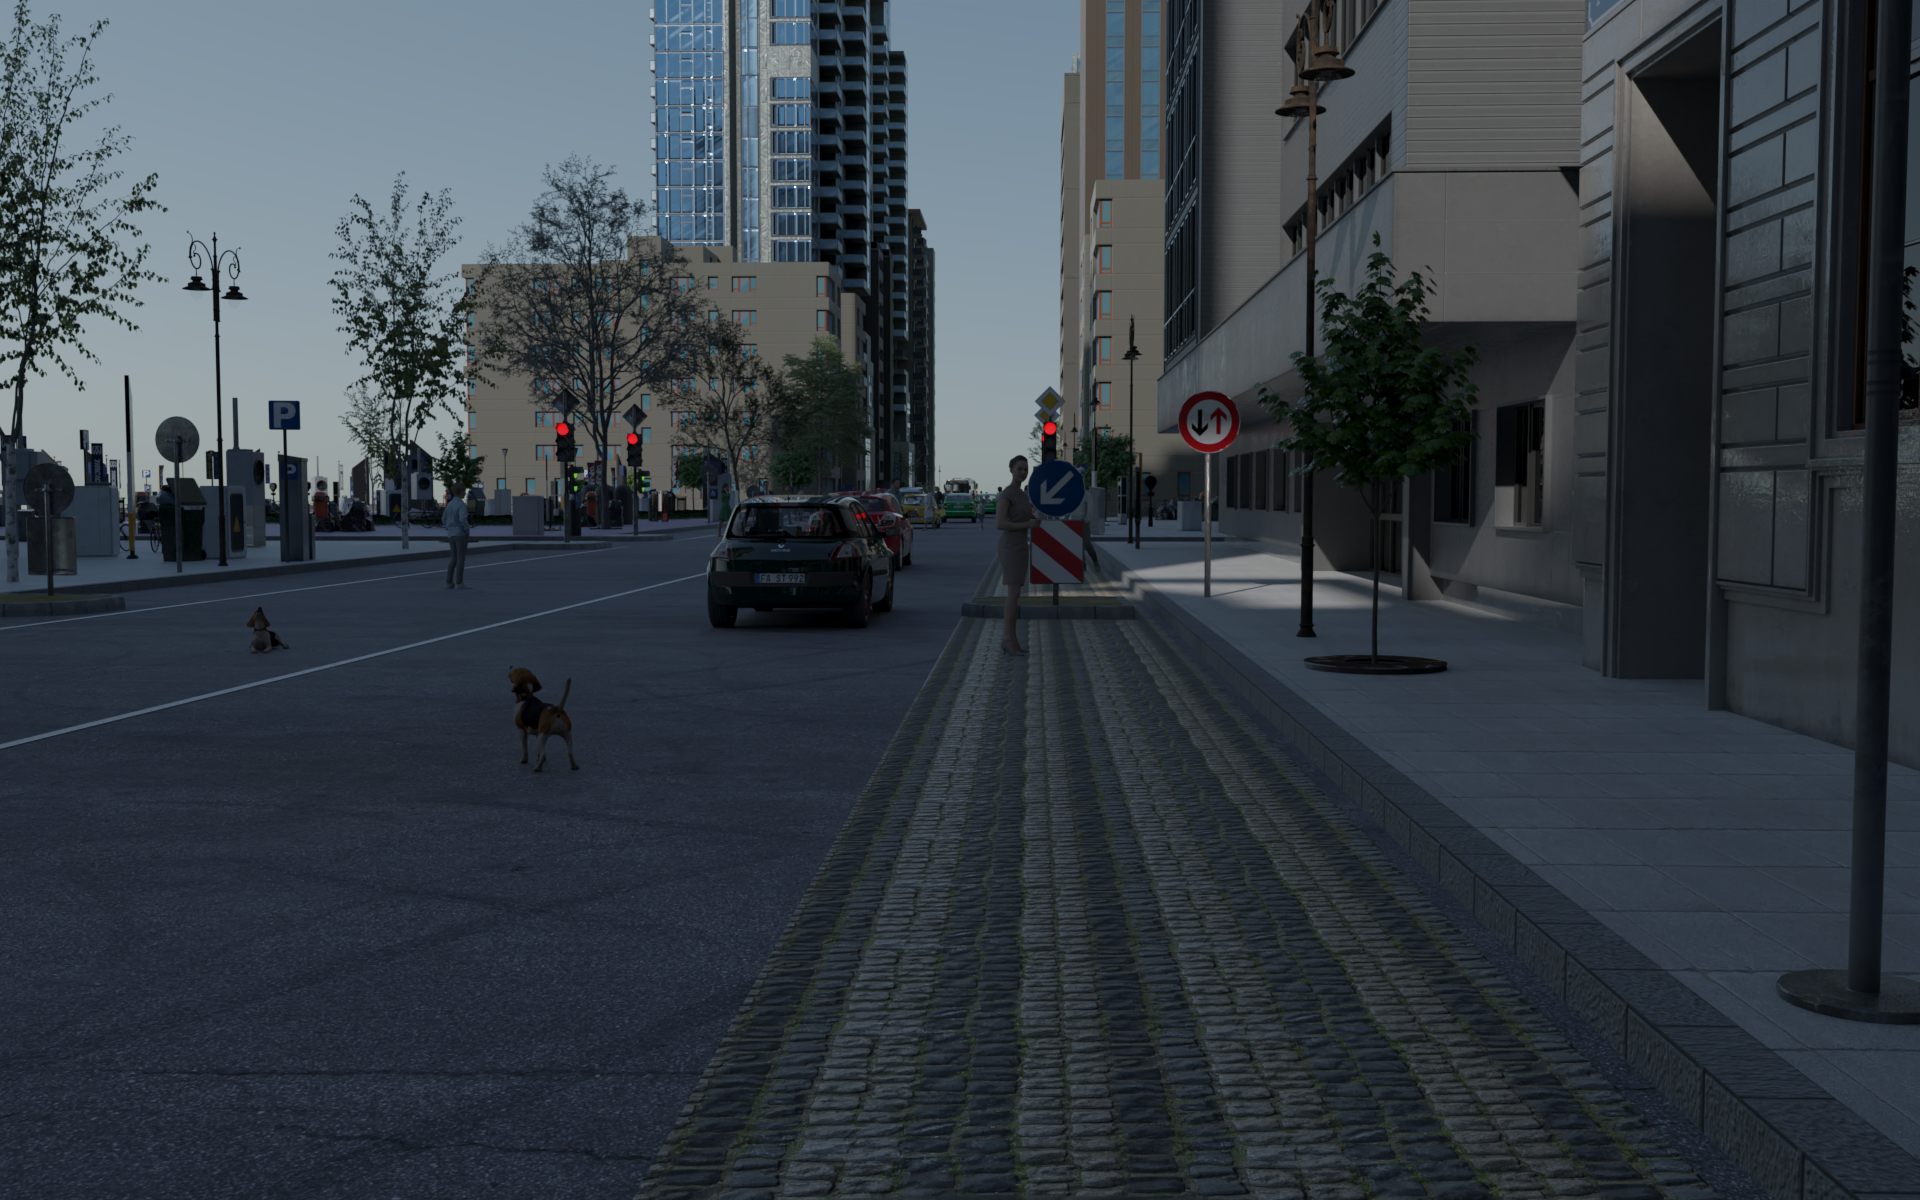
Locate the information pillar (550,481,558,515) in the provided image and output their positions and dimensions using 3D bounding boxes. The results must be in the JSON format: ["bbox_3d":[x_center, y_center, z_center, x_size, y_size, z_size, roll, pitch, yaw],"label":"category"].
[{"bbox_3d":[-22.265,-5.541,95.082,0.304,2.012,0.304,1,4,23],"label":"information pillar"}]

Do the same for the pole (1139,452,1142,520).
[{"bbox_3d":[8.856,-5.574,84.970,0.158,3.312,0.155,0,3,0],"label":"pole"}]

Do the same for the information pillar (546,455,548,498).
[{"bbox_3d":[-24.648,-6.851,103.375,0.183,3.616,0.504,-1,4,-10],"label":"information pillar"}]

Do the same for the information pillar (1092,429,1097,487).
[{"bbox_3d":[4.849,-4.352,62.506,0.183,3.616,0.504,0,4,-8],"label":"information pillar"}]

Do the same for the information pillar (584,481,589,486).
[{"bbox_3d":[-20.764,-5.631,96.562,0.304,2.012,0.304,1,4,15],"label":"information pillar"}]

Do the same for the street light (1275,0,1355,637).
[{"bbox_3d":[3.116,-2.606,15.396,0.468,5.910,1.993,0,4,2],"label":"street light"}]

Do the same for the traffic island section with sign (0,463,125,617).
[{"bbox_3d":[-11.426,-0.765,21.142,1.989,1.847,2.006,0,4,2],"label":"traffic island section with sign"}]

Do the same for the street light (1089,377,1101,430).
[{"bbox_3d":[5.300,-5.837,68.223,0.468,5.910,1.993,0,4,2],"label":"street light"}]

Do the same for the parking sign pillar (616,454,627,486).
[{"bbox_3d":[-22.786,-7.843,116.711,1.447,3.967,1.447,0,4,2],"label":"parking sign pillar"}]

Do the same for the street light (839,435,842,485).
[{"bbox_3d":[-9.027,-9.686,131.156,0.468,5.910,1.993,0,4,2],"label":"street light"}]

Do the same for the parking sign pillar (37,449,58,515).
[{"bbox_3d":[-54.660,-7.056,103.837,1.447,3.967,1.447,2,4,26],"label":"parking sign pillar"}]

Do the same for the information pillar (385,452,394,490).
[{"bbox_3d":[-29.992,-6.102,91.116,0.504,3.616,0.183,1,4,8],"label":"information pillar"}]

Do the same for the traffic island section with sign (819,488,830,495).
[{"bbox_3d":[-8.071,-5.810,103.619,1.989,1.847,2.006,0,4,2],"label":"traffic island section with sign"}]

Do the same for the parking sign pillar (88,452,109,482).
[{"bbox_3d":[-52.897,-7.200,106.184,1.447,3.967,1.447,2,4,31],"label":"parking sign pillar"}]

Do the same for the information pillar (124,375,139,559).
[{"bbox_3d":[-16.453,-2.630,34.351,0.183,3.616,0.504,-1,4,-19],"label":"information pillar"}]

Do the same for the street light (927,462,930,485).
[{"bbox_3d":[-4.434,-16.521,242.903,0.468,5.910,1.993,0,4,2],"label":"street light"}]

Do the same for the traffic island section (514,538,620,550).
[{"bbox_3d":[-10.414,-1.440,45.821,2.009,0.180,2.903,0,4,2],"label":"traffic island section"}]

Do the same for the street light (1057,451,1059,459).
[{"bbox_3d":[8.429,-10.506,144.563,0.468,5.910,1.993,0,4,2],"label":"street light"}]

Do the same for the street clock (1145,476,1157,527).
[{"bbox_3d":[7.462,-3.865,67.765,0.471,2.002,0.358,0,4,7],"label":"street clock"}]

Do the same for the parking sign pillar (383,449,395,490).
[{"bbox_3d":[-33.853,-7.049,103.718,1.447,3.967,1.447,2,4,33],"label":"parking sign pillar"}]

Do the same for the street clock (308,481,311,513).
[{"bbox_3d":[-37.447,-5.799,99.381,0.358,2.002,0.471,3,4,38],"label":"street clock"}]

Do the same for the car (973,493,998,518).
[{"bbox_3d":[1.702,-5.864,104.673,1.959,1.807,4.718,0,4,1],"label":"car"}]

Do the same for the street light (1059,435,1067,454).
[{"bbox_3d":[7.730,-9.465,127.543,0.468,5.910,1.993,0,4,2],"label":"street light"}]

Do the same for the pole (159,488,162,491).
[{"bbox_3d":[-60.237,-8.359,130.509,0.158,3.312,0.155,0,3,0],"label":"pole"}]

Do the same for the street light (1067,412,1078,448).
[{"bbox_3d":[6.479,-7.668,98.165,0.468,5.910,1.993,0,4,2],"label":"street light"}]

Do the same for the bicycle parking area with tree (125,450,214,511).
[{"bbox_3d":[-50.605,-7.847,115.304,9.016,4.147,8.231,-2,4,-30],"label":"bicycle parking area with tree"}]

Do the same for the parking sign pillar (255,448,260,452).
[{"bbox_3d":[-41.602,-6.906,101.377,1.447,3.967,1.447,-1,4,-20],"label":"parking sign pillar"}]

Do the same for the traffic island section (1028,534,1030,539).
[{"bbox_3d":[2.690,-1.896,53.279,2.009,0.180,2.903,0,4,2],"label":"traffic island section"}]

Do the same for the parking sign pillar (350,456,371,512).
[{"bbox_3d":[-42.444,-8.195,122.457,1.447,3.967,1.447,3,4,38],"label":"parking sign pillar"}]

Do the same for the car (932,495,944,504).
[{"bbox_3d":[-2.437,-9.542,168.586,1.945,1.354,3.894,0,4,3],"label":"car"}]

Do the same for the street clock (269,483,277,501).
[{"bbox_3d":[-43.629,-6.452,110.068,0.471,2.002,0.358,2,4,25],"label":"street clock"}]

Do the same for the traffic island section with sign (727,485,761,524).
[{"bbox_3d":[-9.160,-4.163,76.686,1.989,1.847,2.006,0,4,2],"label":"traffic island section with sign"}]

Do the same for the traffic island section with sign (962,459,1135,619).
[{"bbox_3d":[1.031,-0.734,20.629,1.989,1.847,2.006,0,4,2],"label":"traffic island section with sign"}]

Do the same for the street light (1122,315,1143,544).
[{"bbox_3d":[4.423,-4.401,44.739,0.468,5.910,1.993,0,4,2],"label":"street light"}]

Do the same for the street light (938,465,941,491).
[{"bbox_3d":[-3.189,-18.315,272.242,0.468,5.910,1.993,0,4,2],"label":"street light"}]

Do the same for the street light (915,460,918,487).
[{"bbox_3d":[-5.514,-14.726,213.557,0.468,5.910,1.993,0,4,2],"label":"street light"}]

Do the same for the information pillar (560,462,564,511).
[{"bbox_3d":[-21.043,-6.162,92.099,0.504,3.616,0.183,2,4,35],"label":"information pillar"}]

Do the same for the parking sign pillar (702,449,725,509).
[{"bbox_3d":[-14.540,-6.965,102.343,1.447,3.967,1.447,0,4,8],"label":"parking sign pillar"}]

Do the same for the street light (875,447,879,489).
[{"bbox_3d":[-7.732,-11.548,161.592,0.468,5.910,1.993,0,4,2],"label":"street light"}]

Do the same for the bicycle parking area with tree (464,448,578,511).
[{"bbox_3d":[-26.299,-7.399,107.978,8.231,4.147,9.016,2,4,35],"label":"bicycle parking area with tree"}]

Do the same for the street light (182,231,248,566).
[{"bbox_3d":[-13.135,-3.542,30.694,0.468,5.910,1.993,0,4,2],"label":"street light"}]

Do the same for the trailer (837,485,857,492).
[{"bbox_3d":[-7.293,-6.356,110.975,1.471,1.999,3.904,0,4,2],"label":"trailer"}]

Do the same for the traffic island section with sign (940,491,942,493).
[{"bbox_3d":[-1.604,-15.570,263.191,1.989,1.847,2.006,0,4,2],"label":"traffic island section with sign"}]

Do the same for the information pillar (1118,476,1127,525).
[{"bbox_3d":[6.781,-4.147,72.292,0.304,2.012,0.304,-1,4,-21],"label":"information pillar"}]

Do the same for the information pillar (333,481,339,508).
[{"bbox_3d":[-36.352,-5.898,100.924,0.304,2.012,0.304,-1,4,-12],"label":"information pillar"}]

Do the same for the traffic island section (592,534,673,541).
[{"bbox_3d":[-10.091,-1.928,53.800,2.009,0.180,2.903,0,4,2],"label":"traffic island section"}]

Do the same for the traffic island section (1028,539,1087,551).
[{"bbox_3d":[2.366,-1.408,45.300,2.009,0.180,2.903,0,4,2],"label":"traffic island section"}]

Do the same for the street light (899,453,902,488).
[{"bbox_3d":[-6.542,-13.362,191.260,0.468,5.910,1.993,0,4,2],"label":"street light"}]

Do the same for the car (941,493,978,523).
[{"bbox_3d":[-0.058,-4.796,87.219,1.959,1.807,4.718,0,4,0],"label":"car"}]

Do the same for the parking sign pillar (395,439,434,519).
[{"bbox_3d":[-26.539,-5.911,85.110,1.447,3.967,1.447,1,4,23],"label":"parking sign pillar"}]

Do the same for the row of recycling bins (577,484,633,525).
[{"bbox_3d":[-15.274,-4.056,73.432,3.534,1.692,1.069,2,4,34],"label":"row of recycling bins"}]
